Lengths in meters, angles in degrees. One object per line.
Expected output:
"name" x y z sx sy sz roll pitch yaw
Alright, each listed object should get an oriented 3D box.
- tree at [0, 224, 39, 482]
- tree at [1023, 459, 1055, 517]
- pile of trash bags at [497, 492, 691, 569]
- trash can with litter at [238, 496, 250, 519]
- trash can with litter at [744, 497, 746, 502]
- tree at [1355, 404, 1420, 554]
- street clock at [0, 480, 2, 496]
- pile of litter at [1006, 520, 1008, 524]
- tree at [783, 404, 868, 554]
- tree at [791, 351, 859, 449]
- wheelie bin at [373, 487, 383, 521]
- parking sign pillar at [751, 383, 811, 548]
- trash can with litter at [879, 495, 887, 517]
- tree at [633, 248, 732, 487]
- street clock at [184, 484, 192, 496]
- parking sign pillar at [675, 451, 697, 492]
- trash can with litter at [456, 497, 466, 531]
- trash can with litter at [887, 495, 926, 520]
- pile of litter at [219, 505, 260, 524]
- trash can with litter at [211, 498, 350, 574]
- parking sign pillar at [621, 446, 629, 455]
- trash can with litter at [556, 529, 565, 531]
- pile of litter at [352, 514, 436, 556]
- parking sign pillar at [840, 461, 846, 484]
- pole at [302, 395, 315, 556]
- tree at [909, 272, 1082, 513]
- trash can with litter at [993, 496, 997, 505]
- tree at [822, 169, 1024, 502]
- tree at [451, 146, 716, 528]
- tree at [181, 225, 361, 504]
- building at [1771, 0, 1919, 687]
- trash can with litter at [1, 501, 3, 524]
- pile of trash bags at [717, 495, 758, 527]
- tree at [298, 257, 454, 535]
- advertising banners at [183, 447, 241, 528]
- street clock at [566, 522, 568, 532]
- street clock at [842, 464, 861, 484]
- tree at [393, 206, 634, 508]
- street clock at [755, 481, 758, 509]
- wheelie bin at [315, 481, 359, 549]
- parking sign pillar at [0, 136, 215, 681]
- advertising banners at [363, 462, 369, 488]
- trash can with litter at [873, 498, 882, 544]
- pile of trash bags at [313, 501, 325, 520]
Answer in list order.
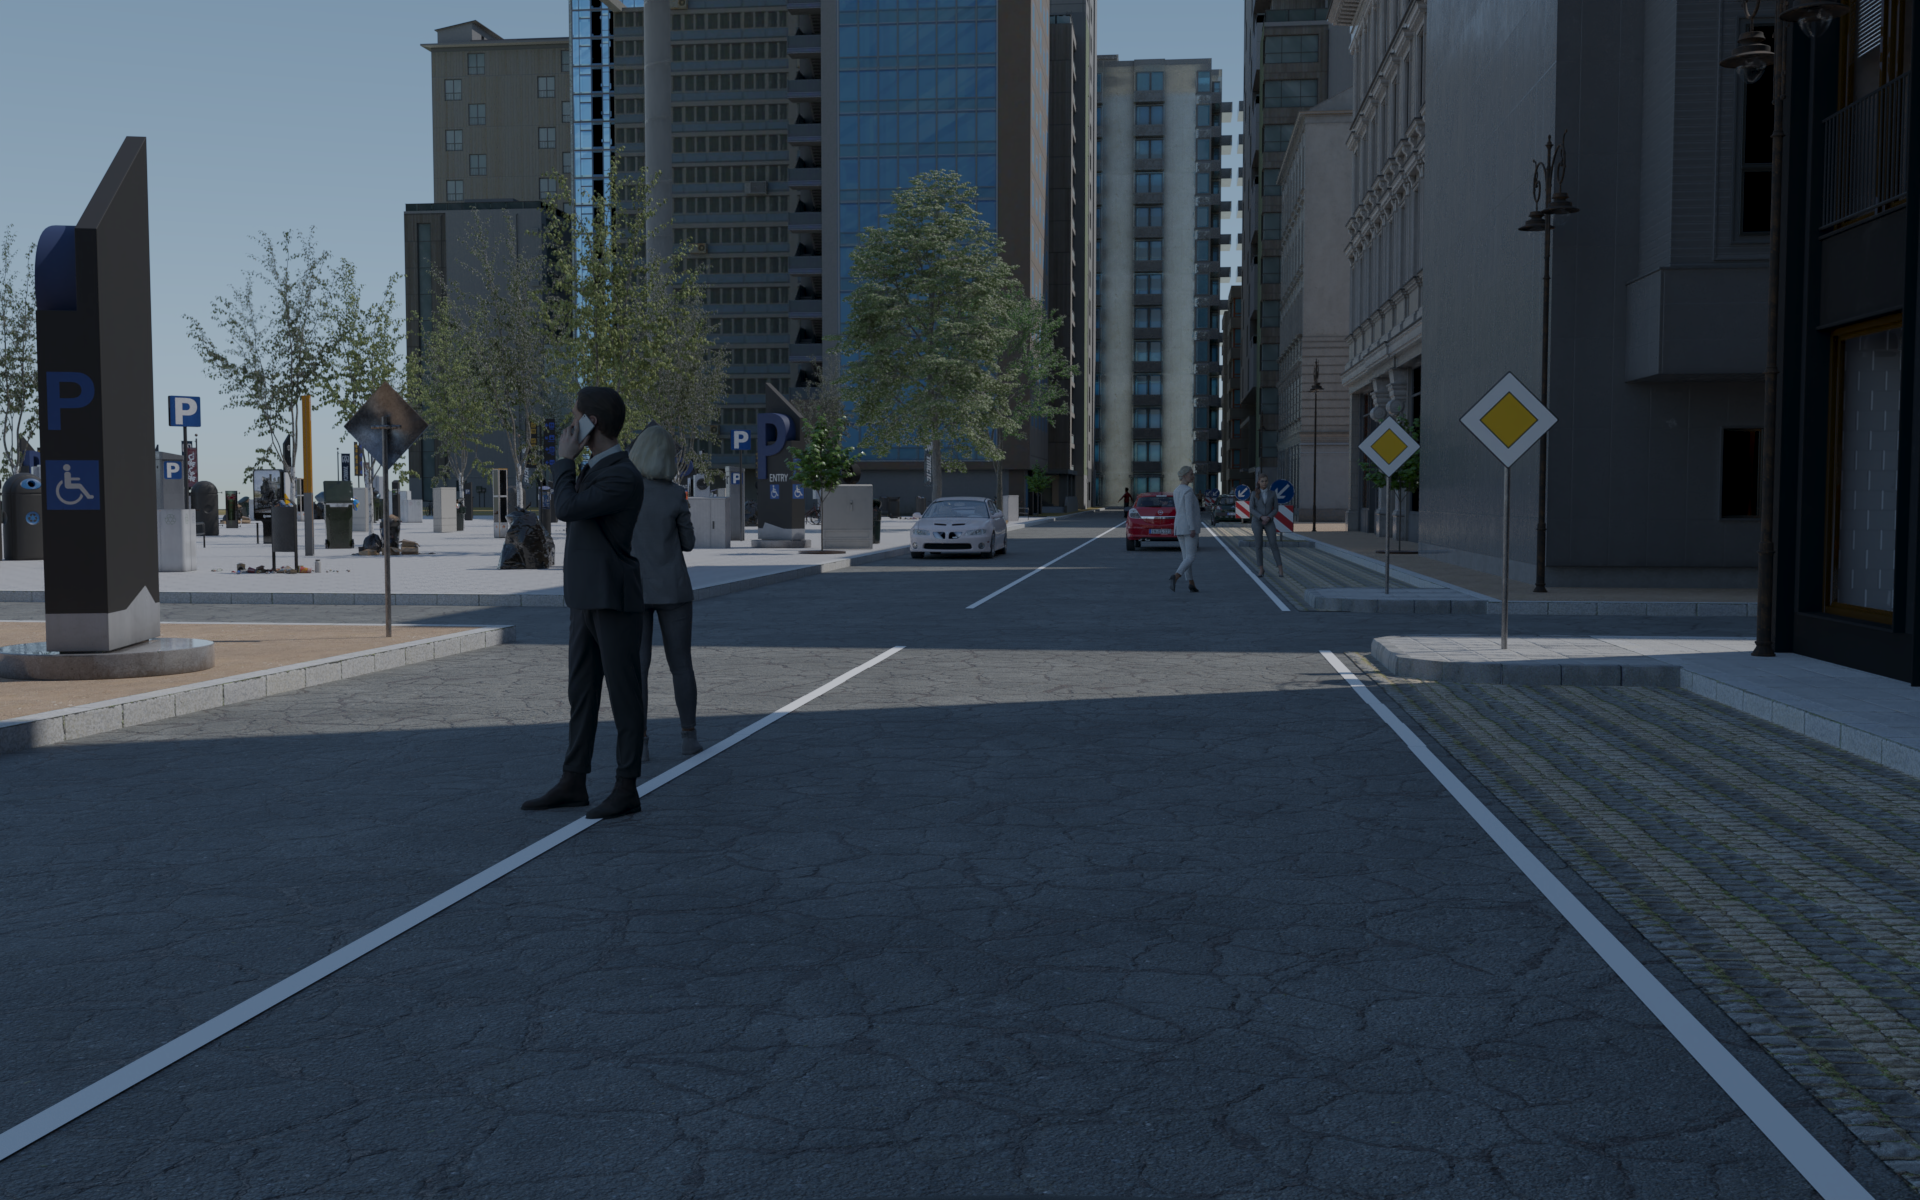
"tree" -26.164 -5.988 48.260 4.360 8.622 3.978 0 3 0
"tree" 4.255 -6.227 96.413 1.663 3.219 1.824 0 3 0
"pile of trash bags" -6.343 -1.241 30.042 3.447 1.369 1.912 1 4 9
"trash can with litter" -36.829 -4.730 88.726 0.624 1.170 1.055 2 4 25
"trash can with litter" -11.347 -4.624 86.653 2.233 1.210 1.678 -3 5 -41
"tree" 9.527 -2.626 37.542 1.663 3.219 1.824 0 3 0
"street clock" -48.114 -5.024 86.719 0.358 2.002 0.471 -2 4 -35
"pile of litter" 1.512 -3.671 73.993 1.176 0.858 1.719 0 4 8
"tree" -3.039 -2.616 37.366 1.663 3.219 1.824 0 3 0
"tree" -6.849 -8.398 87.673 4.360 8.622 3.978 0 3 0
"wheelie bin" -27.913 -4.544 82.200 0.693 1.594 0.980 0 4 7
"parking sign pillar" -4.292 -3.243 41.487 1.447 3.967 1.447 -3 5 -45
"trash can with litter" -4.671 -5.280 97.388 2.233 1.210 1.678 0 4 0
"tree" -8.564 -6.193 51.626 4.360 8.622 3.978 0 3 0
"street clock" -30.129 -3.856 67.621 0.358 2.002 0.471 2 4 35
"parking sign pillar" -14.642 -6.325 91.882 1.447 3.967 1.447 0 4 -2
"trash can with litter" -17.626 -2.966 59.882 1.055 1.170 0.624 1 4 20
"trash can with litter" -2.356 -4.690 87.733 2.233 1.210 1.678 0 4 6
"pile of litter" -31.113 -3.713 74.671 1.719 0.858 1.176 -1 4 -17
"trash can with litter" -11.279 -1.061 28.403 2.233 1.210 1.678 2 4 26
"parking sign pillar" -14.760 -5.279 74.790 1.447 3.967 1.447 -2 4 -31
"trash can with litter" -13.269 -2.988 59.903 1.678 1.210 2.233 0 4 -5
"pile of litter" -11.962 -1.388 36.652 1.719 0.858 1.176 -1 4 -16
"parking sign pillar" -6.707 -6.477 94.374 1.447 3.967 1.447 -1 4 -14
"pole" -13.503 -2.570 35.869 0.158 3.312 0.155 0 3 0
"tree" 1.721 -9.571 82.246 9.928 11.665 9.643 0 3 0
"trash can with litter" 2.296 -5.120 95.103 1.055 1.170 0.624 0 4 0
"tree" -1.178 -8.753 61.246 7.486 12.596 7.792 0 3 0
"tree" -7.624 -5.341 37.686 4.737 8.622 4.395 0 3 0
"tree" -18.354 -5.902 46.862 4.360 8.622 3.978 0 3 0
"building" 11.740 -10.718 4.916 12.332 23.373 15.834 0 4 7
"trash can with litter" -41.238 -3.869 74.645 0.624 1.170 1.055 3 5 41
"pile of trash bags" -9.538 -3.612 68.814 3.447 1.369 1.912 0 4 6
"tree" -18.385 -6.320 53.689 4.737 8.622 4.395 0 3 0
"advertising banners" -28.009 -4.199 64.841 2.074 3.025 0.090 0 4 0
"street clock" -12.632 -3.146 55.999 0.471 2.002 0.358 3 5 43
"street clock" -2.594 -2.250 41.355 0.358 2.002 0.471 -3 5 -41
"tree" -11.374 -5.721 43.902 4.360 8.622 3.978 0 3 0
"street clock" -11.051 -5.556 95.410 0.358 2.002 0.471 2 4 33
"wheelie bin" -14.643 -2.006 40.712 0.980 1.594 0.693 -2 4 -23
"parking sign pillar" -6.214 -1.469 12.498 1.447 3.967 1.447 -1 4 -10
"advertising banners" -31.766 -5.990 94.120 2.074 3.025 0.090 2 4 35
"trash can with litter" -2.383 -2.041 44.754 0.624 1.170 1.055 -1 4 -15
"pile of trash bags" -32.045 -4.713 86.818 1.912 1.369 3.447 1 4 10
